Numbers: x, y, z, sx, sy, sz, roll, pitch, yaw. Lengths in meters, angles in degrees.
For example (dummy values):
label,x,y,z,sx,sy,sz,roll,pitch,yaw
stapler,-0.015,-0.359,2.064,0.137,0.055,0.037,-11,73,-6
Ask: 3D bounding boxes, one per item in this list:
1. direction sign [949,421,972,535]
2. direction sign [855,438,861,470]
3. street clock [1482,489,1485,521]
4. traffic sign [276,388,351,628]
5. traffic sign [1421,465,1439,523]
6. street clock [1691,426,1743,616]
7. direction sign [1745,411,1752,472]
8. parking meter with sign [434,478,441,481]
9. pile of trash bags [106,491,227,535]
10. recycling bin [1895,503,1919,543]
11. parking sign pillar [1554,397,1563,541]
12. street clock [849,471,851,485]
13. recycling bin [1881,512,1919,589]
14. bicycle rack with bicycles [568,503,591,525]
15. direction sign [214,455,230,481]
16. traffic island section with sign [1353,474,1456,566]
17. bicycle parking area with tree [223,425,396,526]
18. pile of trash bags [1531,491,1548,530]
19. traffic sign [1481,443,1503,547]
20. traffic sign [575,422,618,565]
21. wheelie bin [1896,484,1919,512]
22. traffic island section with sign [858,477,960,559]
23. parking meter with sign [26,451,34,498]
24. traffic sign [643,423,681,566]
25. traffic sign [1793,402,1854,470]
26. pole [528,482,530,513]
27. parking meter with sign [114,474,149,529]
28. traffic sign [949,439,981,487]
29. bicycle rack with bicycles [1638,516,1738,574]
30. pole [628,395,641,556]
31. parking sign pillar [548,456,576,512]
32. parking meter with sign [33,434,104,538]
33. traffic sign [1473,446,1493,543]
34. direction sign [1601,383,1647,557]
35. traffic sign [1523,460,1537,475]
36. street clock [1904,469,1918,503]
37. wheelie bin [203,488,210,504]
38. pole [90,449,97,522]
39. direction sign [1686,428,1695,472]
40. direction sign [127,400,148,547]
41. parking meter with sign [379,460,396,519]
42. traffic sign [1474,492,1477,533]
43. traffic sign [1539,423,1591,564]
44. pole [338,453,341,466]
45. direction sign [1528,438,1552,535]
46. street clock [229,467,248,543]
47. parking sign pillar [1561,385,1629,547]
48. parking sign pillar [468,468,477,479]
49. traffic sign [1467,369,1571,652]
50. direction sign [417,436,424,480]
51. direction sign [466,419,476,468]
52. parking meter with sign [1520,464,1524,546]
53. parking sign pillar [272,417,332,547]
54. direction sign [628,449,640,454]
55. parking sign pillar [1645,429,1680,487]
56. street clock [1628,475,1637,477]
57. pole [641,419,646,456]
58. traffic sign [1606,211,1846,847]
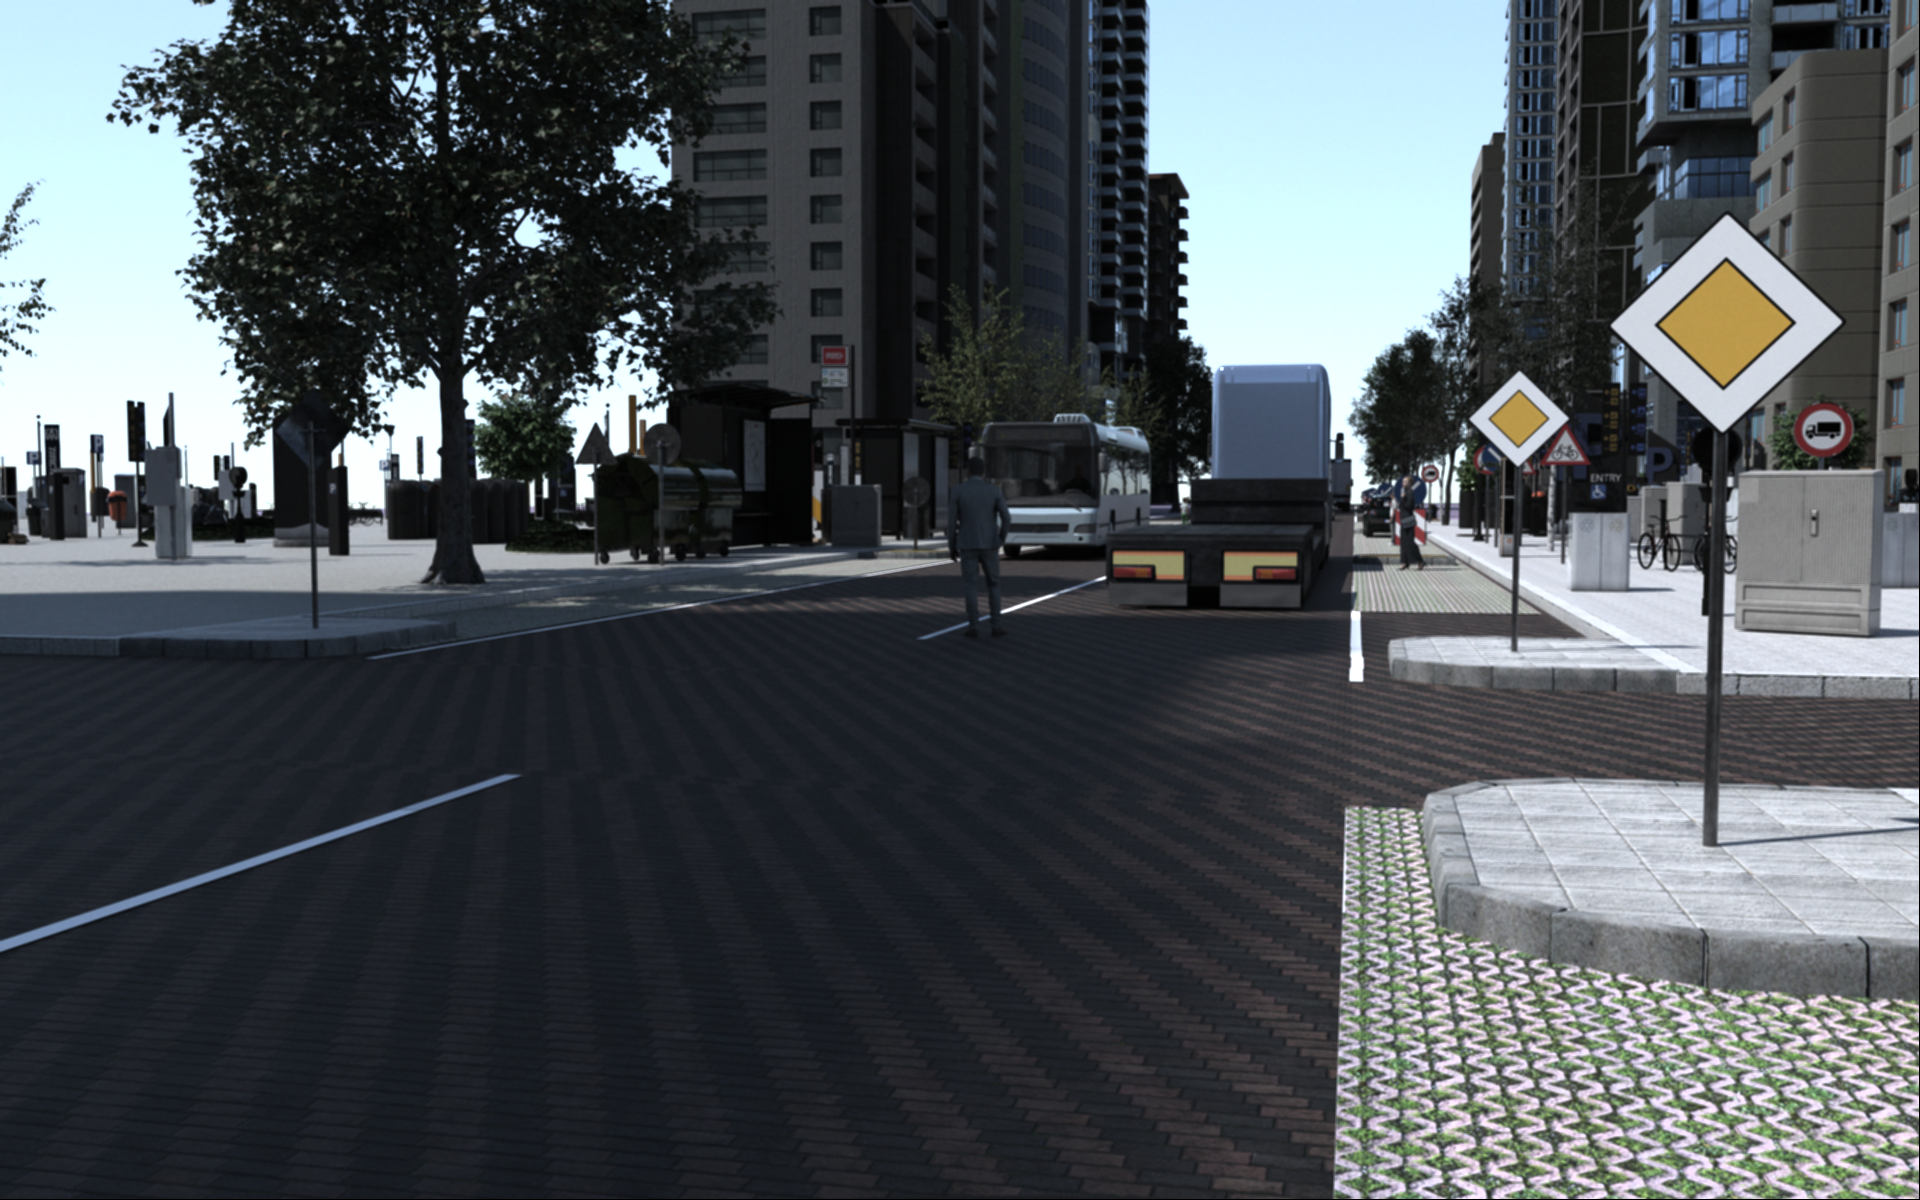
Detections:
label,x,y,z,sx,sy,sz,roll,pitch,yaw
direction sign,0.012,-3.793,54.016,0.876,3.537,0.379,-3,4,-36
direction sign,-3.137,-3.933,56.309,0.876,3.537,0.379,2,4,26
street clock,25.019,-4.799,83.027,0.471,2.002,0.358,-1,4,-10
traffic sign,-6.156,-0.786,16.487,0.795,2.450,0.064,1,4,13
traffic sign,20.661,-4.651,76.148,0.768,2.556,0.104,1,4,15
street clock,7.944,-0.835,18.222,0.471,2.002,0.358,2,4,31
direction sign,17.419,-2.833,38.321,0.379,3.537,0.876,1,4,18
parking meter with sign,-24.730,-5.287,82.708,1.738,3.016,0.543,2,4,29
pile of trash bags,-25.087,-2.756,54.806,3.447,1.369,1.912,-2,4,-33
recycling bin,26.532,-2.165,47.954,0.722,1.027,0.722,0,4,-6
parking sign pillar,17.076,-3.633,47.874,1.447,3.967,1.447,2,4,30
street clock,-3.487,-3.037,54.221,0.358,2.002,0.471,-1,4,-9
recycling bin,12.751,-0.690,23.830,0.722,1.027,0.722,0,4,-6
bicycle rack with bicycles,-15.142,-3.559,71.572,2.852,0.926,2.925,1,4,22
direction sign,-43.028,-6.670,101.043,0.876,3.537,0.379,-1,4,-20
traffic island section with sign,9.114,-1.649,35.596,1.989,1.847,2.006,1,4,13
bicycle parking area with tree,-25.909,-5.267,73.112,9.016,4.147,8.231,-3,5,-45
pile of trash bags,21.111,-3.143,61.143,1.912,1.369,3.447,3,5,44
traffic sign,12.902,-2.538,41.600,0.768,2.556,0.104,1,4,20
traffic sign,-6.578,-1.914,31.293,0.884,2.594,0.081,1,4,19
wheelie bin,27.821,-2.613,50.629,0.693,1.594,0.980,0,4,3
traffic island section with sign,-1.073,-1.851,38.886,1.989,1.847,2.006,1,4,13
parking meter with sign,-37.178,-4.505,69.915,0.543,3.016,1.738,-3,4,-38
traffic sign,-5.348,-1.890,31.001,0.768,2.556,0.104,1,4,21
traffic sign,11.935,-1.463,24.019,0.768,2.556,0.104,1,4,13
pole,-23.069,-6.029,92.419,0.158,3.312,0.155,0,3,0
parking meter with sign,-31.126,-4.181,64.615,1.738,3.016,0.543,-1,4,-15
traffic sign,0.576,-4.292,64.039,2.265,3.308,0.079,1,4,17
bicycle rack with bicycles,12.668,-0.913,28.305,2.852,0.926,2.925,0,4,4
pole,-6.724,-2.558,35.661,0.158,3.312,0.155,0,3,0
parking sign pillar,-19.485,-5.889,84.764,1.447,3.967,1.447,-2,4,-27
parking meter with sign,-26.039,-3.332,50.733,1.738,3.016,0.543,0,4,4
traffic sign,13.800,-2.763,45.280,0.768,2.556,0.104,1,4,19
direction sign,13.498,-2.646,35.259,0.876,3.537,0.379,0,4,4
traffic sign,15.293,-2.896,47.358,0.884,2.594,0.081,1,4,13
street clock,27.362,-2.770,49.863,0.358,2.002,0.471,1,4,16
wheelie bin,-42.552,-5.494,97.738,0.693,1.594,0.980,1,4,12
pole,-39.595,-5.215,79.110,0.158,3.312,0.155,0,3,0
direction sign,25.137,-4.138,59.660,0.379,3.537,0.876,0,4,7
direction sign,-20.061,-3.074,42.262,0.379,3.537,0.876,0,4,0
parking meter with sign,-29.238,-5.693,89.349,0.543,3.016,1.738,1,4,10
traffic sign,17.022,-3.494,57.123,0.884,2.594,0.081,1,4,18
traffic sign,11.075,-1.941,31.738,0.884,2.594,0.081,1,4,21
pole,-30.921,-5.669,86.524,0.158,3.312,0.155,0,3,0
direction sign,18.030,-3.804,54.188,0.876,3.537,0.379,1,4,13
street clock,-19.014,-2.514,45.682,0.471,2.002,0.358,2,4,33
parking sign pillar,15.415,-3.260,41.771,1.447,3.967,1.447,1,4,22
parking sign pillar,-25.074,-6.052,87.419,1.447,3.967,1.447,0,4,-7
traffic sign,4.510,-0.636,14.039,0.795,2.450,0.064,1,4,13
direction sign,-21.108,-4.635,67.774,0.379,3.537,0.876,-2,4,-31
direction sign,-15.055,-3.687,52.274,0.876,3.537,0.379,0,4,-5
parking meter with sign,13.779,-2.867,43.144,0.543,3.016,1.738,1,4,19
parking sign pillar,-16.005,-3.285,42.179,1.447,3.967,1.447,-1,4,-10
direction sign,-16.209,-5.795,86.752,0.876,3.537,0.379,-3,4,-38
parking sign pillar,29.027,-5.084,71.596,1.447,3.967,1.447,3,5,42
street clock,26.197,-3.850,67.517,0.358,2.002,0.471,-2,4,-29
pole,-8.665,-3.276,47.402,0.158,3.312,0.155,0,3,0
traffic sign,2.733,-0.160,6.254,0.795,2.450,0.064,1,4,13
